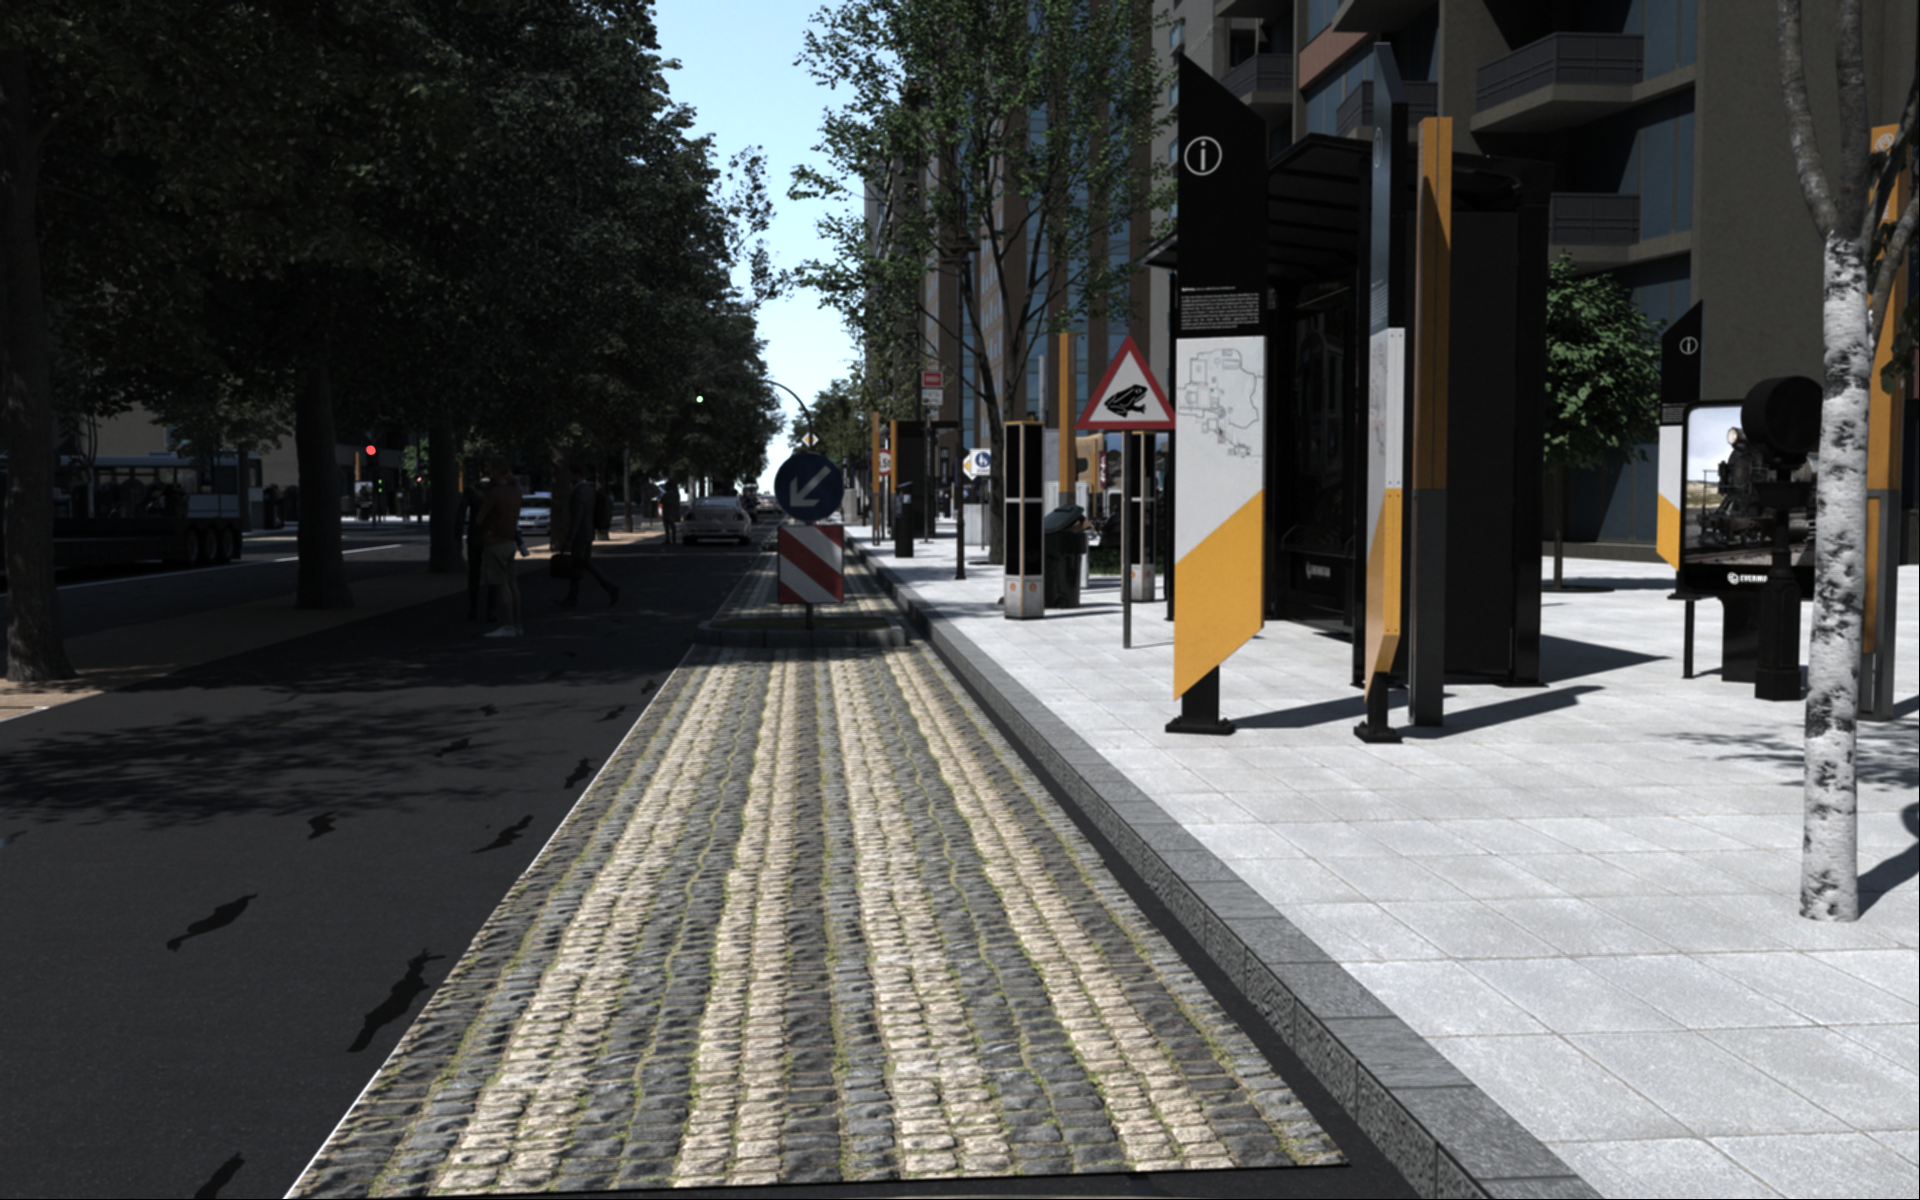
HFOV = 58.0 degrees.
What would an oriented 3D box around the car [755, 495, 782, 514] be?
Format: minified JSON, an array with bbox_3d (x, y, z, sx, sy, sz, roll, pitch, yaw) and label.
[{"bbox_3d":[-13.794,-6.901,125.185,2.083,1.381,4.827,0,4,-5],"label":"car"}]

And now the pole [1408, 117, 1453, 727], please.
[{"bbox_3d":[2.588,-0.959,9.530,0.158,3.312,0.155,0,3,0],"label":"pole"}]

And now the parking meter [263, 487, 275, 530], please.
[{"bbox_3d":[-24.655,-3.264,61.780,0.372,1.533,0.369,0,3,0],"label":"parking meter"}]

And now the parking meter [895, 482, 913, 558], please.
[{"bbox_3d":[-1.126,-1.623,34.944,0.372,1.533,0.369,0,3,0],"label":"parking meter"}]

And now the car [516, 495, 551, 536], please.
[{"bbox_3d":[-14.810,-2.953,60.291,2.014,1.417,4.499,0,4,-7],"label":"car"}]

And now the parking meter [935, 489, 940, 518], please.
[{"bbox_3d":[-1.309,-5.290,94.902,0.372,1.533,0.369,0,3,0],"label":"parking meter"}]

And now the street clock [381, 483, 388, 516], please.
[{"bbox_3d":[-34.433,-6.049,103.474,0.358,2.002,0.471,2,4,33],"label":"street clock"}]

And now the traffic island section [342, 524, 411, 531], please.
[{"bbox_3d":[-22.827,-2.763,67.456,2.009,0.180,2.903,0,4,-5],"label":"traffic island section"}]

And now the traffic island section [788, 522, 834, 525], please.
[{"bbox_3d":[-6.615,-3.342,76.914,2.009,0.180,2.903,0,4,-5],"label":"traffic island section"}]

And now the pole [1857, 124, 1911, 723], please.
[{"bbox_3d":[5.171,-0.971,9.717,0.158,3.312,0.155,0,3,0],"label":"pole"}]

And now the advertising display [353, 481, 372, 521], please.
[{"bbox_3d":[-28.523,-4.756,82.969,0.974,1.923,0.123,-2,4,-25],"label":"advertising display"}]

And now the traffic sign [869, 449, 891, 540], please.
[{"bbox_3d":[-2.158,-2.969,48.645,0.768,2.556,0.104,0,4,-1],"label":"traffic sign"}]

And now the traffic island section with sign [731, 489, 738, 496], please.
[{"bbox_3d":[-19.675,-8.729,150.847,2.006,1.907,1.989,0,4,-5],"label":"traffic island section with sign"}]

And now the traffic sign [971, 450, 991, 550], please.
[{"bbox_3d":[0.523,-2.277,39.365,0.606,2.300,0.079,0,4,-5],"label":"traffic sign"}]

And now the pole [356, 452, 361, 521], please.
[{"bbox_3d":[-29.123,-5.509,83.921,0.158,3.312,0.155,0,3,0],"label":"pole"}]

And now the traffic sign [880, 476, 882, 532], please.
[{"bbox_3d":[-2.652,-3.461,58.714,0.606,2.300,0.079,0,4,4],"label":"traffic sign"}]

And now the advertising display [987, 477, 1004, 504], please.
[{"bbox_3d":[1.536,-3.790,67.180,0.974,1.923,0.123,0,4,-3],"label":"advertising display"}]

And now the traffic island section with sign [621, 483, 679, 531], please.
[{"bbox_3d":[-12.312,-3.700,68.629,2.006,1.907,1.989,0,4,-5],"label":"traffic island section with sign"}]

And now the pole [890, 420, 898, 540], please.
[{"bbox_3d":[-1.820,-3.306,47.902,0.158,3.312,0.155,0,3,0],"label":"pole"}]

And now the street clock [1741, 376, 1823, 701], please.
[{"bbox_3d":[5.106,-0.378,10.757,0.471,2.002,0.358,-1,4,-12],"label":"street clock"}]

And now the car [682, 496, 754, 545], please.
[{"bbox_3d":[-6.973,-2.291,49.819,2.083,1.381,4.827,0,4,-6],"label":"car"}]

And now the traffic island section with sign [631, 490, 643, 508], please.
[{"bbox_3d":[-32.475,-10.180,175.072,1.989,1.847,2.006,0,4,-5],"label":"traffic island section with sign"}]

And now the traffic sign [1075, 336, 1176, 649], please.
[{"bbox_3d":[1.386,-0.875,14.306,0.884,2.594,0.081,0,4,2],"label":"traffic sign"}]

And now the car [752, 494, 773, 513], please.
[{"bbox_3d":[-15.130,-7.300,131.156,2.131,1.459,4.920,0,4,-4],"label":"car"}]

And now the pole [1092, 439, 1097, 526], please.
[{"bbox_3d":[4.958,-4.282,63.860,0.158,3.312,0.155,0,3,0],"label":"pole"}]

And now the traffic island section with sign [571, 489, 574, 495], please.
[{"bbox_3d":[-27.952,-7.092,124.580,1.989,1.847,2.006,0,4,-5],"label":"traffic island section with sign"}]

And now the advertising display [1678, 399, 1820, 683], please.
[{"bbox_3d":[5.387,-0.398,11.726,0.974,1.923,0.123,3,5,41],"label":"advertising display"}]

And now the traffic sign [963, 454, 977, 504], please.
[{"bbox_3d":[0.326,-2.790,46.807,0.795,2.450,0.064,0,4,-4],"label":"traffic sign"}]

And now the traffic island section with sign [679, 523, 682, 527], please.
[{"bbox_3d":[-12.963,-4.151,76.007,2.006,1.907,1.989,0,4,-5],"label":"traffic island section with sign"}]

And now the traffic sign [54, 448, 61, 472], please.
[{"bbox_3d":[-23.999,-2.776,45.500,0.768,2.556,0.104,0,4,-2],"label":"traffic sign"}]

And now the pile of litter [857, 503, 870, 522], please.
[{"bbox_3d":[-4.528,-4.563,88.573,1.176,0.858,1.719,-1,4,-19],"label":"pile of litter"}]

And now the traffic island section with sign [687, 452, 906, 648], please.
[{"bbox_3d":[-1.582,-0.512,16.997,1.989,1.847,2.006,0,4,-5],"label":"traffic island section with sign"}]

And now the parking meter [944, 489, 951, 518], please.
[{"bbox_3d":[-0.680,-5.177,93.058,0.372,1.533,0.369,0,3,0],"label":"parking meter"}]

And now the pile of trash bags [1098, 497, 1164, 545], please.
[{"bbox_3d":[4.738,-2.009,42.593,1.912,1.369,3.447,2,4,26],"label":"pile of trash bags"}]

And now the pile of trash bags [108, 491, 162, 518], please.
[{"bbox_3d":[-25.046,-2.663,53.296,1.912,1.369,3.447,-1,4,-10],"label":"pile of trash bags"}]

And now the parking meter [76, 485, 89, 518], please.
[{"bbox_3d":[-24.867,-2.494,49.188,0.372,1.533,0.369,0,3,0],"label":"parking meter"}]

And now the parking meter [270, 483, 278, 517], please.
[{"bbox_3d":[-37.567,-5.459,94.970,0.399,1.863,0.255,-3,5,-43],"label":"parking meter"}]

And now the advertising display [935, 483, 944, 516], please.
[{"bbox_3d":[-1.422,-5.993,103.201,0.974,1.923,0.123,-2,4,-30],"label":"advertising display"}]

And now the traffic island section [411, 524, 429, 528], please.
[{"bbox_3d":[-23.539,-3.249,75.409,2.009,0.180,2.903,0,4,-5],"label":"traffic island section"}]

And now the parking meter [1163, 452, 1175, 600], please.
[{"bbox_3d":[2.651,-0.923,20.799,0.255,1.863,0.399,-2,4,-35],"label":"parking meter"}]

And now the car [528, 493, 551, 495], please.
[{"bbox_3d":[-20.138,-4.468,82.643,1.945,1.707,3.694,0,4,-4],"label":"car"}]

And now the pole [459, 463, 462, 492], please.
[{"bbox_3d":[-26.875,-6.080,93.243,0.158,3.312,0.155,0,3,0],"label":"pole"}]

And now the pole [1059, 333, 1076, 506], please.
[{"bbox_3d":[1.368,-1.725,22.044,0.158,3.312,0.155,0,3,0],"label":"pole"}]

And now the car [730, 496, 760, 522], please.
[{"bbox_3d":[-11.412,-4.738,90.039,1.945,1.354,3.894,0,4,-5],"label":"car"}]

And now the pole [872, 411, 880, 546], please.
[{"bbox_3d":[-2.076,-2.994,42.799,0.158,3.312,0.155,0,3,0],"label":"pole"}]

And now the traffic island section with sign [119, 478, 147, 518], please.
[{"bbox_3d":[-20.621,-2.092,42.832,1.989,1.847,2.006,0,4,-5],"label":"traffic island section with sign"}]
